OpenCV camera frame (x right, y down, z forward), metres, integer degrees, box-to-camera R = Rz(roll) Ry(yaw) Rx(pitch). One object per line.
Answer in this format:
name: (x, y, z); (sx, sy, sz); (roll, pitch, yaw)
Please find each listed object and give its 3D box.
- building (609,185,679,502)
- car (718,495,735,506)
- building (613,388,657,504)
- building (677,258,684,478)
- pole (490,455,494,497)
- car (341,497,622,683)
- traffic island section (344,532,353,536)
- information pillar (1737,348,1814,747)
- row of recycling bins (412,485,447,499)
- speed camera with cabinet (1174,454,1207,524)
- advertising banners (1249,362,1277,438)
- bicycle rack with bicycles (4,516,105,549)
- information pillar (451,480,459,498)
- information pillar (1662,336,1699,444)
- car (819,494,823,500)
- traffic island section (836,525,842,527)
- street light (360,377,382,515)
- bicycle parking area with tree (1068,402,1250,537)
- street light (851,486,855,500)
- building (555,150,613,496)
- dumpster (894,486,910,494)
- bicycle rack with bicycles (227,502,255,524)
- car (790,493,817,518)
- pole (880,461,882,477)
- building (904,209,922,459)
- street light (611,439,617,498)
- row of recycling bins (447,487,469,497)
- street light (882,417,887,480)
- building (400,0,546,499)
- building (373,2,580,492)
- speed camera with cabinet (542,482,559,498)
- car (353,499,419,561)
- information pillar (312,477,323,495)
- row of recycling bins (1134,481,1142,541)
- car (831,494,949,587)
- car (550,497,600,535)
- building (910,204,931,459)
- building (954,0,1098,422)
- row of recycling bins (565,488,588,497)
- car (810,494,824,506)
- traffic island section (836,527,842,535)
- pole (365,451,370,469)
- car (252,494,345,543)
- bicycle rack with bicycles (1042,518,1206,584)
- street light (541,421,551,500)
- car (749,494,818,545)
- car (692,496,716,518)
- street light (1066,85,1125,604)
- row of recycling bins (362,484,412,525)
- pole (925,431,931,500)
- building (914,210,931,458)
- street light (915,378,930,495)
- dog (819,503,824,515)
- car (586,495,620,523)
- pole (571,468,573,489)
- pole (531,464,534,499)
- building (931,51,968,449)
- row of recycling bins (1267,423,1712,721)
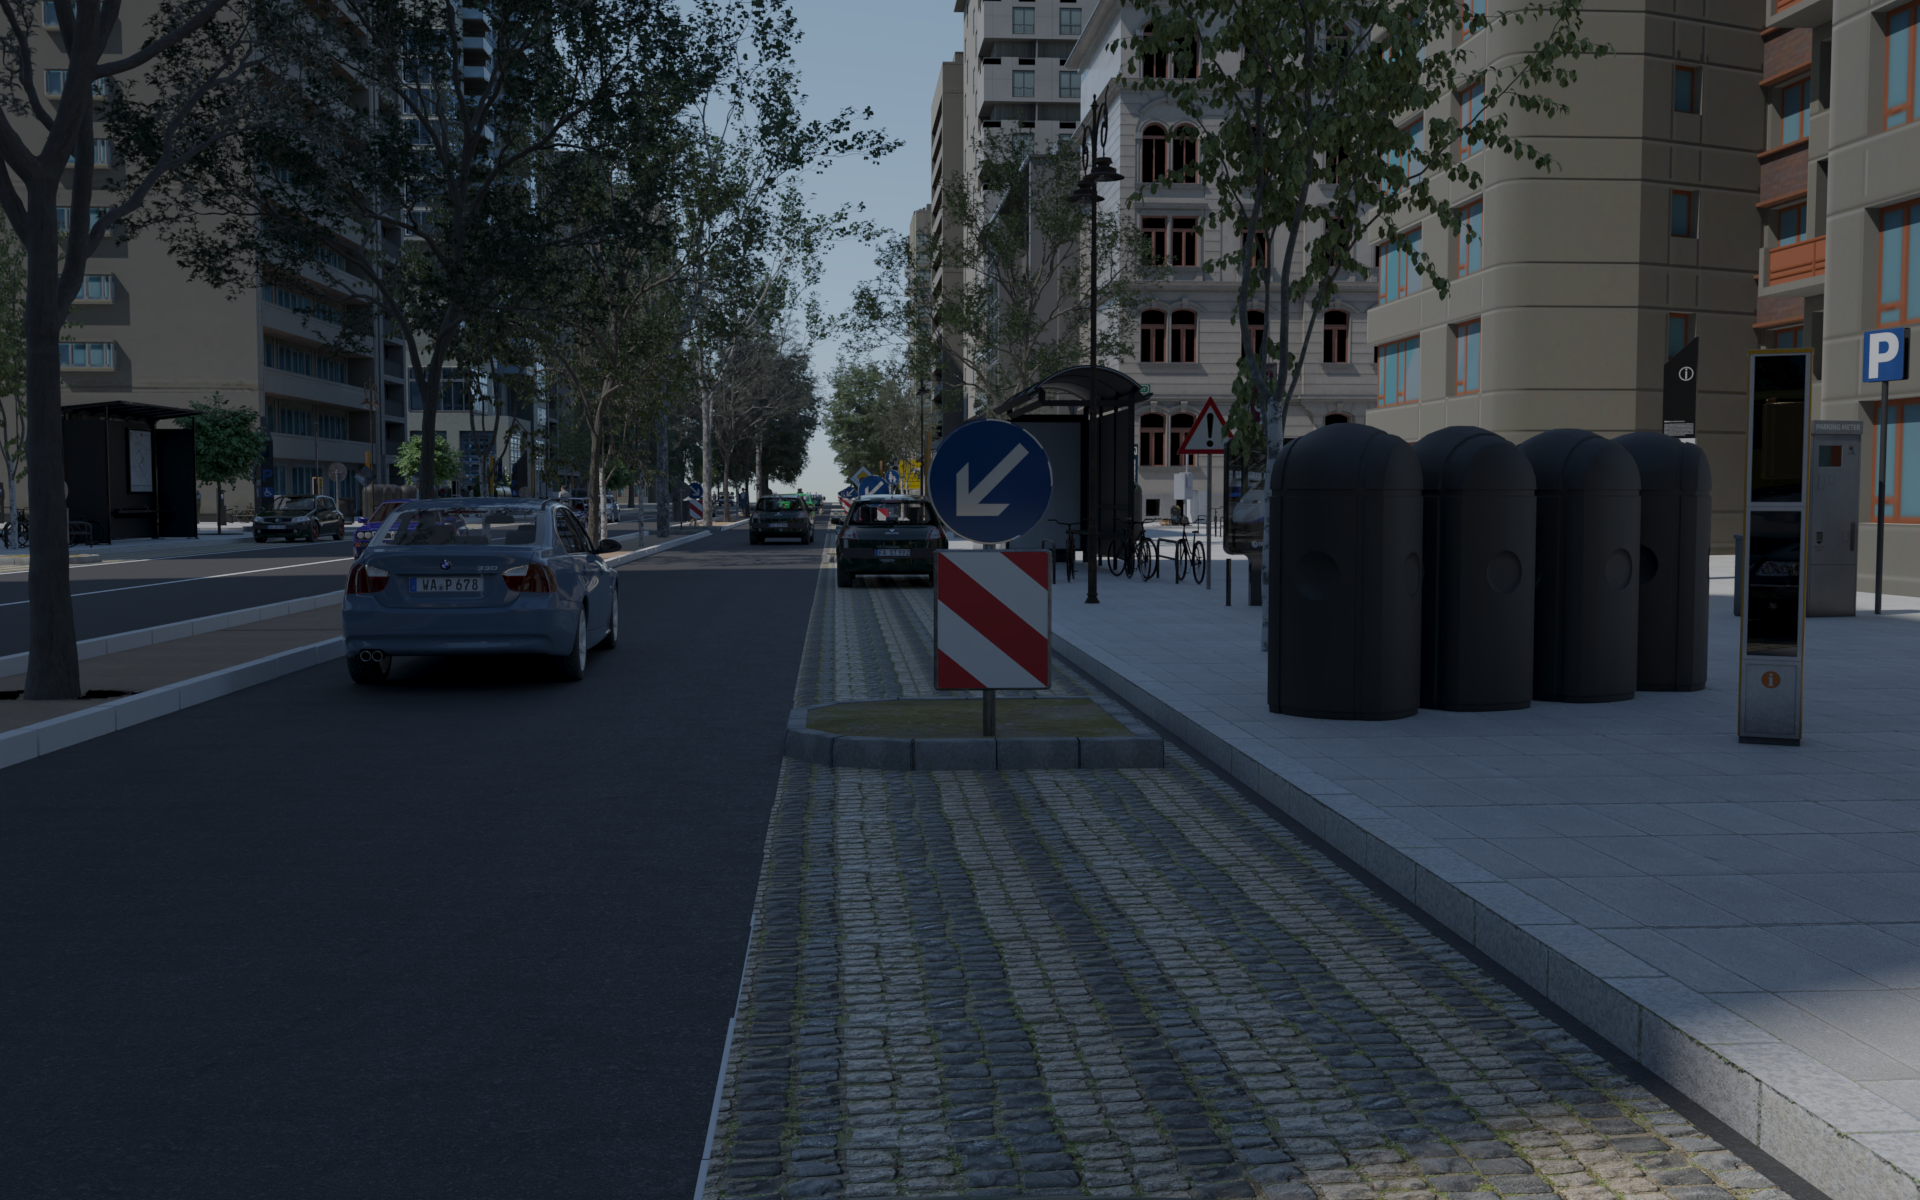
building: (-56.155, -39.704, 272.864); (21.300, 48.544, 21.600); (0, 4, -4)
car: (-27.430, -11.668, 203.355); (1.945, 1.354, 3.894); (0, 4, -5)
building: (-58.037, -24.624, 247.640); (27.650, 21.520, 28.899); (0, 4, -4)
building: (-54.174, -37.171, 291.346); (14.154, 41.232, 14.086); (0, 4, -4)
pole: (-24.652, -5.955, 91.211); (0.158, 3.312, 0.155); (0, 3, 0)
car: (-3.892, -0.152, 14.494); (2.014, 1.417, 4.499); (0, 4, -6)
traffic island section: (-20.654, -2.321, 60.228); (2.009, 0.180, 2.903); (0, 4, -4)
information pillar: (4.197, -0.271, 8.920); (0.304, 2.012, 0.304); (2, 4, 25)
row of recycling bins: (-24.159, -4.295, 77.334); (1.069, 1.692, 3.534); (0, 4, 2)
speed camera with cabinet: (9.982, -4.912, 74.649); (0.660, 3.252, 2.038); (3, 4, 39)
advertising banners: (4.499, -1.616, 22.615); (0.090, 3.025, 2.074); (-3, 4, -36)
bicycle rack with bicycles: (-22.135, -1.729, 41.658); (2.925, 0.926, 2.852); (-2, 4, -29)
information pillar: (-26.609, -5.311, 91.320); (0.304, 2.012, 0.304); (0, 4, 5)
information pillar: (10.748, -2.111, 25.865); (0.504, 3.616, 0.183); (3, 4, 37)
car: (-17.196, -12.047, 207.188); (2.015, 1.641, 3.980); (0, 4, -5)
traffic island section: (-3.984, -2.884, 69.432); (2.009, 0.180, 2.903); (0, 4, -4)
street light: (-23.328, -5.867, 68.716); (0.468, 5.910, 1.993); (0, 4, -4)
bicycle parking area with tree: (6.069, -4.033, 52.939); (8.231, 4.147, 9.016); (1, 4, 12)
street light: (-18.994, -20.218, 303.345); (0.468, 5.910, 1.993); (0, 4, -4)
building: (-48.292, -31.594, 200.150); (14.154, 41.232, 14.086); (0, 4, -4)
dumpster: (-3.239, -6.255, 104.760); (1.502, 2.255, 1.985); (0, 4, -4)
bicycle rack with bicycles: (-31.018, -3.853, 76.385); (2.925, 0.926, 2.852); (0, 4, -3)
car: (-7.988, -4.668, 85.112); (1.959, 1.807, 4.718); (0, 4, -4)
pole: (-4.847, -6.881, 106.345); (0.158, 3.312, 0.155); (0, 3, 0)
building: (2.074, -40.954, 289.200); (23.786, 49.044, 30.456); (0, 4, -4)
street light: (-28.875, -10.503, 144.508); (0.468, 5.910, 1.993); (0, 4, -4)
row of recycling bins: (-28.995, -5.438, 96.019); (3.534, 1.692, 1.069); (0, 4, -5)
street light: (-4.387, -7.948, 102.732); (0.468, 5.910, 1.993); (0, 4, -4)
building: (-49.462, -51.527, 155.142); (22.319, 86.520, 31.000); (0, 4, -4)
building: (-51.252, -45.447, 181.305); (20.563, 71.187, 20.611); (0, 4, -4)
speed camera with cabinet: (-31.531, -8.542, 134.002); (0.660, 3.252, 2.038); (1, 4, 23)
car: (-11.247, -1.408, 35.602); (1.945, 1.354, 3.894); (0, 4, -6)
information pillar: (-28.264, -4.389, 76.244); (0.304, 2.012, 0.304); (1, 4, 13)
row of recycling bins: (3.258, -2.495, 47.898); (3.534, 1.692, 1.069); (0, 4, -3)
car: (-1.091, -1.105, 27.849); (2.009, 1.686, 4.222); (0, 4, -2)
car: (-13.312, -2.823, 58.743); (1.945, 1.354, 3.894); (0, 4, -2)
building: (-0.495, -37.684, 266.238); (14.600, 45.320, 14.200); (0, 4, -4)
building: (14.662, -35.090, 162.965); (28.713, 52.752, 27.495); (0, 4, -4)
row of recycling bins: (-28.712, -7.457, 129.039); (1.069, 1.692, 3.534); (-2, 4, -32)
car: (-15.289, -10.381, 181.738); (2.014, 1.417, 4.499); (0, 4, -3)
traffic island section: (-3.407, -2.397, 61.468); (2.009, 0.180, 2.903); (0, 4, -4)
pole: (-27.967, -5.381, 81.825); (0.158, 3.312, 0.155); (0, 3, 0)
car: (-19.845, -2.583, 52.018); (2.009, 1.686, 4.222); (0, 4, -3)
bicycle rack with bicycles: (2.310, -0.754, 25.717); (2.852, 0.926, 2.925); (0, 4, -1)
street light: (-26.277, -8.393, 110.013); (0.468, 5.910, 1.993); (0, 4, -4)
car: (-5.169, -2.490, 50.505); (2.009, 1.686, 4.222); (0, 4, -2)
car: (-15.336, -5.458, 101.819); (1.945, 1.354, 3.894); (0, 4, -2)
street light: (1.555, -2.899, 20.182); (0.468, 5.910, 1.993); (0, 4, -4)
row of recycling bins: (-24.409, -4.056, 73.427); (1.069, 1.692, 3.534); (0, 4, -2)
pole: (-1.037, -3.810, 56.135); (0.158, 3.312, 0.155); (0, 3, 0)
building: (0.343, -34.731, 251.444); (14.154, 41.232, 14.086); (0, 4, -4)
street light: (-1.339, -5.404, 61.139); (0.468, 5.910, 1.993); (0, 4, -4)
dog: (-9.696, -6.318, 120.140); (0.513, 0.831, 0.800); (2, 4, 35)
car: (-18.174, -4.600, 87.210); (2.014, 1.417, 4.499); (0, 4, -5)
pole: (-30.775, -8.784, 137.469); (0.158, 3.312, 0.155); (0, 3, 0)
pole: (-28.864, -7.525, 116.878); (0.158, 3.312, 0.155); (0, 3, 0)
building: (8.100, -34.502, 187.810); (21.300, 48.544, 21.600); (0, 4, -4)
row of recycling bins: (3.437, -0.227, 10.822); (3.534, 1.692, 1.069); (-2, 4, -32)
